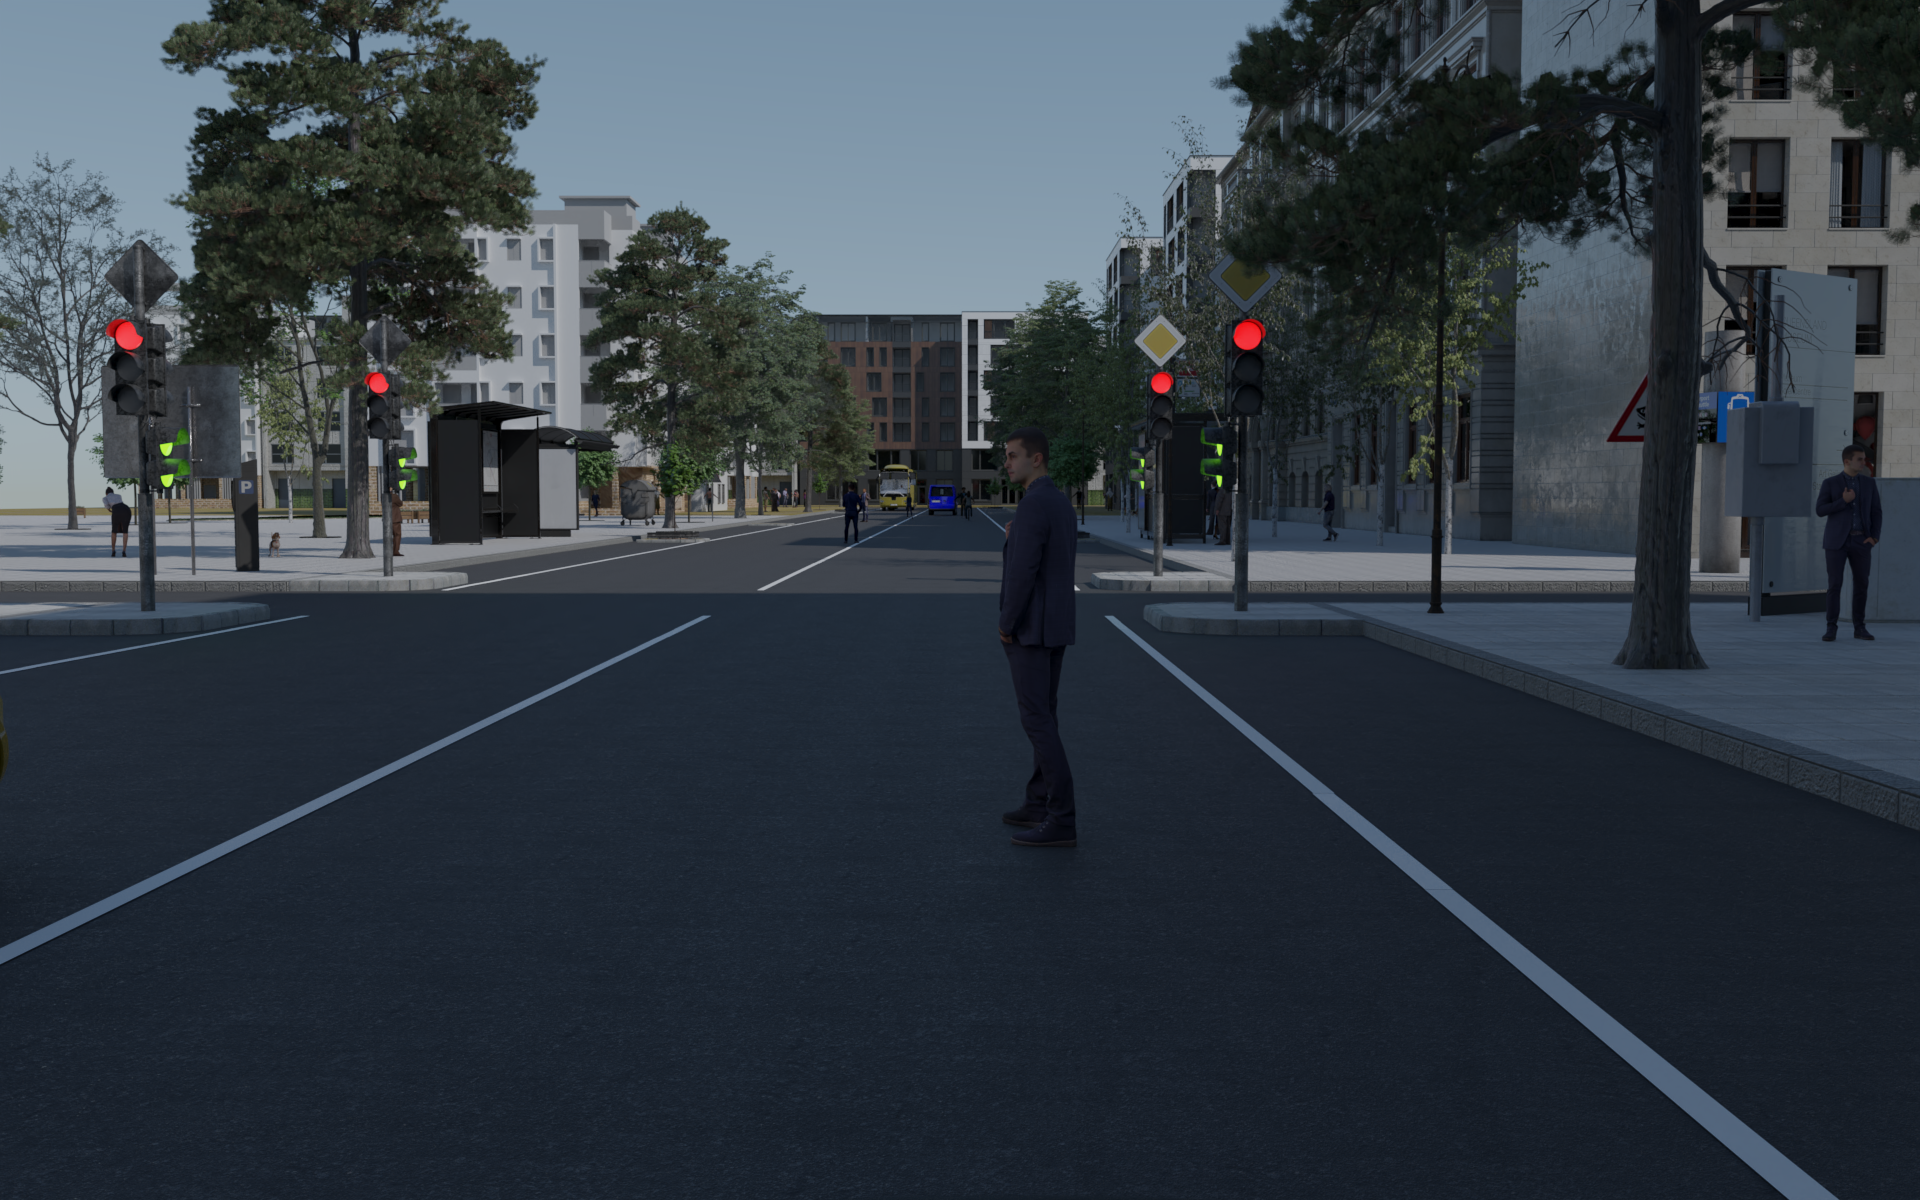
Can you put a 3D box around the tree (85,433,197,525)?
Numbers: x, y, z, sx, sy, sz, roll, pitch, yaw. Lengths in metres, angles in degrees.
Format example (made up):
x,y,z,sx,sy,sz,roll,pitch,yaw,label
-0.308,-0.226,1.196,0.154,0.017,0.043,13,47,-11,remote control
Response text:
x,y,z,sx,sy,sz,roll,pitch,yaw,label
-34.108,-5.359,71.340,4.285,4.588,4.351,0,3,0,tree

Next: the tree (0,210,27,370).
x,y,z,sx,sy,sz,roll,pitch,yaw,label
-32.198,-8.747,50.433,7.806,13.903,7.818,0,3,0,tree

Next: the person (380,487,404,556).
x,y,z,sx,sy,sz,roll,pitch,yaw,label
-11.691,-1.670,35.610,0.482,1.546,0.388,2,4,27,person

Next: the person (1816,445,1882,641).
x,y,z,sx,sy,sz,roll,pitch,yaw,label
7.786,-0.503,15.186,0.541,1.710,0.530,1,4,19,person

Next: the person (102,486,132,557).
x,y,z,sx,sy,sz,roll,pitch,yaw,label
-17.235,-1.600,35.384,0.799,1.438,0.628,1,4,13,person

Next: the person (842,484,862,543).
x,y,z,sx,sy,sz,roll,pitch,yaw,label
-3.141,-2.523,50.449,0.576,1.737,0.504,0,4,-6,person

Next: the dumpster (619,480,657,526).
x,y,z,sx,sy,sz,roll,pitch,yaw,label
-13.165,-3.973,70.716,1.264,1.857,1.865,0,3,0,dumpster

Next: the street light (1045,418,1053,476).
x,y,z,sx,sy,sz,roll,pitch,yaw,label
5.178,-7.884,101.683,0.468,5.910,1.993,0,3,0,street light

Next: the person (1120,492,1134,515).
x,y,z,sx,sy,sz,roll,pitch,yaw,label
10.187,-5.905,105.772,0.799,1.438,0.628,-1,4,-17,person

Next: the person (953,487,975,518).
x,y,z,sx,sy,sz,roll,pitch,yaw,label
0.230,-5.938,105.216,1.348,1.869,0.705,-1,4,-10,person

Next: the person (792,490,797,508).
x,y,z,sx,sy,sz,roll,pitch,yaw,label
-15.232,-9.286,159.334,0.593,1.643,0.415,0,4,5,person

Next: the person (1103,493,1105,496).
x,y,z,sx,sy,sz,roll,pitch,yaw,label
14.917,-10.252,176.894,0.697,1.427,0.421,0,4,-6,person

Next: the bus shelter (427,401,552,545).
x,y,z,sx,sy,sz,roll,pitch,yaw,label
-12.564,-3.387,46.665,1.731,3.624,6.357,0,4,0,bus shelter

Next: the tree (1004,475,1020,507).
x,y,z,sx,sy,sz,roll,pitch,yaw,label
6.073,-11.827,177.093,4.285,4.588,4.351,0,3,0,tree

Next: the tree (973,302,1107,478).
x,y,z,sx,sy,sz,roll,pitch,yaw,label
5.795,-12.819,116.252,9.857,13.997,8.962,0,3,0,tree

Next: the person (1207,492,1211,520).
x,y,z,sx,sy,sz,roll,pitch,yaw,label
12.554,-4.803,86.038,0.593,1.643,0.415,1,4,16,person

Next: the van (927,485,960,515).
x,y,z,sx,sy,sz,roll,pitch,yaw,label
-1.150,-6.937,117.796,2.240,2.365,5.245,0,4,1,van

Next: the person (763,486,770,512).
x,y,z,sx,sy,sz,roll,pitch,yaw,label
-13.868,-7.208,123.902,0.705,1.824,1.348,-1,4,-18,person

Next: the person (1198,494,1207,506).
x,y,z,sx,sy,sz,roll,pitch,yaw,label
11.902,-4.683,84.887,0.482,1.546,0.388,-1,4,-9,person

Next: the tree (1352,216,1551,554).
x,y,z,sx,sy,sz,roll,pitch,yaw,label
10.211,-5.289,36.836,4.737,8.622,4.395,0,3,0,tree

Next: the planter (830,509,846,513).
x,y,z,sx,sy,sz,roll,pitch,yaw,label
-8.581,-6.585,128.810,1.991,0.319,1.994,0,3,0,planter

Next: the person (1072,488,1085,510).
x,y,z,sx,sy,sz,roll,pitch,yaw,label
9.738,-8.349,142.174,1.348,1.869,0.705,-2,4,-30,person

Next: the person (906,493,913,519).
x,y,z,sx,sy,sz,roll,pitch,yaw,label
-2.903,-5.448,100.118,0.613,1.512,0.480,3,5,41,person

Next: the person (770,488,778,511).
x,y,z,sx,sy,sz,roll,pitch,yaw,label
-13.618,-7.382,127.298,0.434,1.755,0.990,2,4,30,person

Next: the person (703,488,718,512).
x,y,z,sx,sy,sz,roll,pitch,yaw,label
-17.867,-7.179,124.132,1.217,1.736,0.721,1,4,22,person

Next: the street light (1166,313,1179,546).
x,y,z,sx,sy,sz,roll,pitch,yaw,label
5.177,-4.270,42.597,0.468,5.910,1.993,0,3,0,street light

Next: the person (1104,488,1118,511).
x,y,z,sx,sy,sz,roll,pitch,yaw,label
11.339,-7.565,130.460,1.217,1.736,0.721,2,4,34,person

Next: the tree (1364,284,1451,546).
x,y,z,sx,sy,sz,roll,pitch,yaw,label
10.283,-5.657,42.856,4.360,8.622,3.978,0,3,0,tree

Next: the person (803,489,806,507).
x,y,z,sx,sy,sz,roll,pitch,yaw,label
-15.244,-10.057,171.159,0.721,1.739,1.217,-2,4,-26,person

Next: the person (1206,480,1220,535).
x,y,z,sx,sy,sz,roll,pitch,yaw,label
8.066,-2.900,54.257,0.742,1.727,0.445,-2,4,-33,person

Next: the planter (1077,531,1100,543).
x,y,z,sx,sy,sz,roll,pitch,yaw,label
3.122,-1.874,51.785,1.991,0.319,1.994,0,3,0,planter

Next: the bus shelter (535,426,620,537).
x,y,z,sx,sy,sz,roll,pitch,yaw,label
-12.146,-3.679,54.077,2.014,3.302,5.546,0,3,0,bus shelter

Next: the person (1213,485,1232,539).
x,y,z,sx,sy,sz,roll,pitch,yaw,label
7.434,-2.477,48.918,0.546,1.535,0.453,0,4,3,person

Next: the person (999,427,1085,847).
x,y,z,sx,sy,sz,roll,pitch,yaw,label
0.322,0.133,7.248,0.530,1.710,0.541,2,4,32,person

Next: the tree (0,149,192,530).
x,y,z,sx,sy,sz,roll,pitch,yaw,label
-31.924,-9.269,61.920,12.009,13.543,11.850,0,3,0,tree

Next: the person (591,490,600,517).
x,y,z,sx,sy,sz,roll,pitch,yaw,label
-20.689,-5.494,98.416,0.480,1.512,0.613,-1,4,-10,person

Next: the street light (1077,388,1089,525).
x,y,z,sx,sy,sz,roll,pitch,yaw,label
5.130,-6.076,72.135,0.468,5.910,1.993,0,3,0,street light

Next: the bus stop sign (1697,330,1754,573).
x,y,z,sx,sy,sz,roll,pitch,yaw,label
12.400,-2.395,28.173,0.837,3.901,0.837,-1,4,-12,bus stop sign

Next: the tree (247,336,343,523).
x,y,z,sx,sy,sz,roll,pitch,yaw,label
-29.647,-7.723,76.627,4.737,8.622,4.395,0,3,0,tree

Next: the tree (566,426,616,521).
x,y,z,sx,sy,sz,roll,pitch,yaw,label
-17.830,-6.062,82.835,4.285,4.588,4.351,0,3,0,tree

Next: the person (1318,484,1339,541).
x,y,z,sx,sy,sz,roll,pitch,yaw,label
9.990,-2.361,46.853,0.569,1.553,0.471,-2,4,-27,person

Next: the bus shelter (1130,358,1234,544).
x,y,z,sx,sy,sz,roll,pitch,yaw,label
6.047,-4.359,48.904,2.179,5.291,8.768,0,4,0,bus shelter

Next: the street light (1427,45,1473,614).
x,y,z,sx,sy,sz,roll,pitch,yaw,label
5.127,-2.795,18.489,0.468,5.910,1.993,0,3,0,street light

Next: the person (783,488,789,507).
x,y,z,sx,sy,sz,roll,pitch,yaw,label
-16.628,-9.782,165.845,0.599,1.838,0.709,2,4,29,person

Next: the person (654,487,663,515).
x,y,z,sx,sy,sz,roll,pitch,yaw,label
-18.531,-6.069,106.004,1.217,1.736,0.721,-3,5,-42,person

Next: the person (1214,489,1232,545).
x,y,z,sx,sy,sz,roll,pitch,yaw,label
6.583,-2.256,43.486,0.434,1.755,0.990,2,4,29,person

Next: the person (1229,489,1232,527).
x,y,z,sx,sy,sz,roll,pitch,yaw,label
9.531,-3.274,60.267,0.565,1.739,0.600,0,4,2,person

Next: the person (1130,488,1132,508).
x,y,z,sx,sy,sz,roll,pitch,yaw,label
11.861,-7.064,122.320,0.721,1.735,1.217,0,4,-7,person

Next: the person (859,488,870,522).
x,y,z,sx,sy,sz,roll,pitch,yaw,label
-4.906,-4.843,88.503,0.655,1.722,0.431,3,5,41,person

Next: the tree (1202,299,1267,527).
x,y,z,sx,sy,sz,roll,pitch,yaw,label
9.239,-6.925,63.584,4.737,8.622,4.395,0,3,0,tree

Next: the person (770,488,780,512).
x,y,z,sx,sy,sz,roll,pitch,yaw,label
-13.516,-7.299,126.182,0.445,1.727,0.742,2,4,30,person

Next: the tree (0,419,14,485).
x,y,z,sx,sy,sz,roll,pitch,yaw,label
-61.187,-7.846,91.191,11.467,7.101,20.602,1,4,18,tree

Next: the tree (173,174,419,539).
x,y,z,sx,sy,sz,roll,pitch,yaw,label
-18.687,-7.624,50.401,9.928,11.665,9.643,0,3,0,tree

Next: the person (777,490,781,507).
x,y,z,sx,sy,sz,roll,pitch,yaw,label
-18.094,-10.058,171.424,0.756,1.711,0.436,-3,5,-43,person

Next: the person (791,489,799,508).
x,y,z,sx,sy,sz,roll,pitch,yaw,label
-15.660,-9.656,164.632,0.721,1.736,1.217,2,4,26,person
